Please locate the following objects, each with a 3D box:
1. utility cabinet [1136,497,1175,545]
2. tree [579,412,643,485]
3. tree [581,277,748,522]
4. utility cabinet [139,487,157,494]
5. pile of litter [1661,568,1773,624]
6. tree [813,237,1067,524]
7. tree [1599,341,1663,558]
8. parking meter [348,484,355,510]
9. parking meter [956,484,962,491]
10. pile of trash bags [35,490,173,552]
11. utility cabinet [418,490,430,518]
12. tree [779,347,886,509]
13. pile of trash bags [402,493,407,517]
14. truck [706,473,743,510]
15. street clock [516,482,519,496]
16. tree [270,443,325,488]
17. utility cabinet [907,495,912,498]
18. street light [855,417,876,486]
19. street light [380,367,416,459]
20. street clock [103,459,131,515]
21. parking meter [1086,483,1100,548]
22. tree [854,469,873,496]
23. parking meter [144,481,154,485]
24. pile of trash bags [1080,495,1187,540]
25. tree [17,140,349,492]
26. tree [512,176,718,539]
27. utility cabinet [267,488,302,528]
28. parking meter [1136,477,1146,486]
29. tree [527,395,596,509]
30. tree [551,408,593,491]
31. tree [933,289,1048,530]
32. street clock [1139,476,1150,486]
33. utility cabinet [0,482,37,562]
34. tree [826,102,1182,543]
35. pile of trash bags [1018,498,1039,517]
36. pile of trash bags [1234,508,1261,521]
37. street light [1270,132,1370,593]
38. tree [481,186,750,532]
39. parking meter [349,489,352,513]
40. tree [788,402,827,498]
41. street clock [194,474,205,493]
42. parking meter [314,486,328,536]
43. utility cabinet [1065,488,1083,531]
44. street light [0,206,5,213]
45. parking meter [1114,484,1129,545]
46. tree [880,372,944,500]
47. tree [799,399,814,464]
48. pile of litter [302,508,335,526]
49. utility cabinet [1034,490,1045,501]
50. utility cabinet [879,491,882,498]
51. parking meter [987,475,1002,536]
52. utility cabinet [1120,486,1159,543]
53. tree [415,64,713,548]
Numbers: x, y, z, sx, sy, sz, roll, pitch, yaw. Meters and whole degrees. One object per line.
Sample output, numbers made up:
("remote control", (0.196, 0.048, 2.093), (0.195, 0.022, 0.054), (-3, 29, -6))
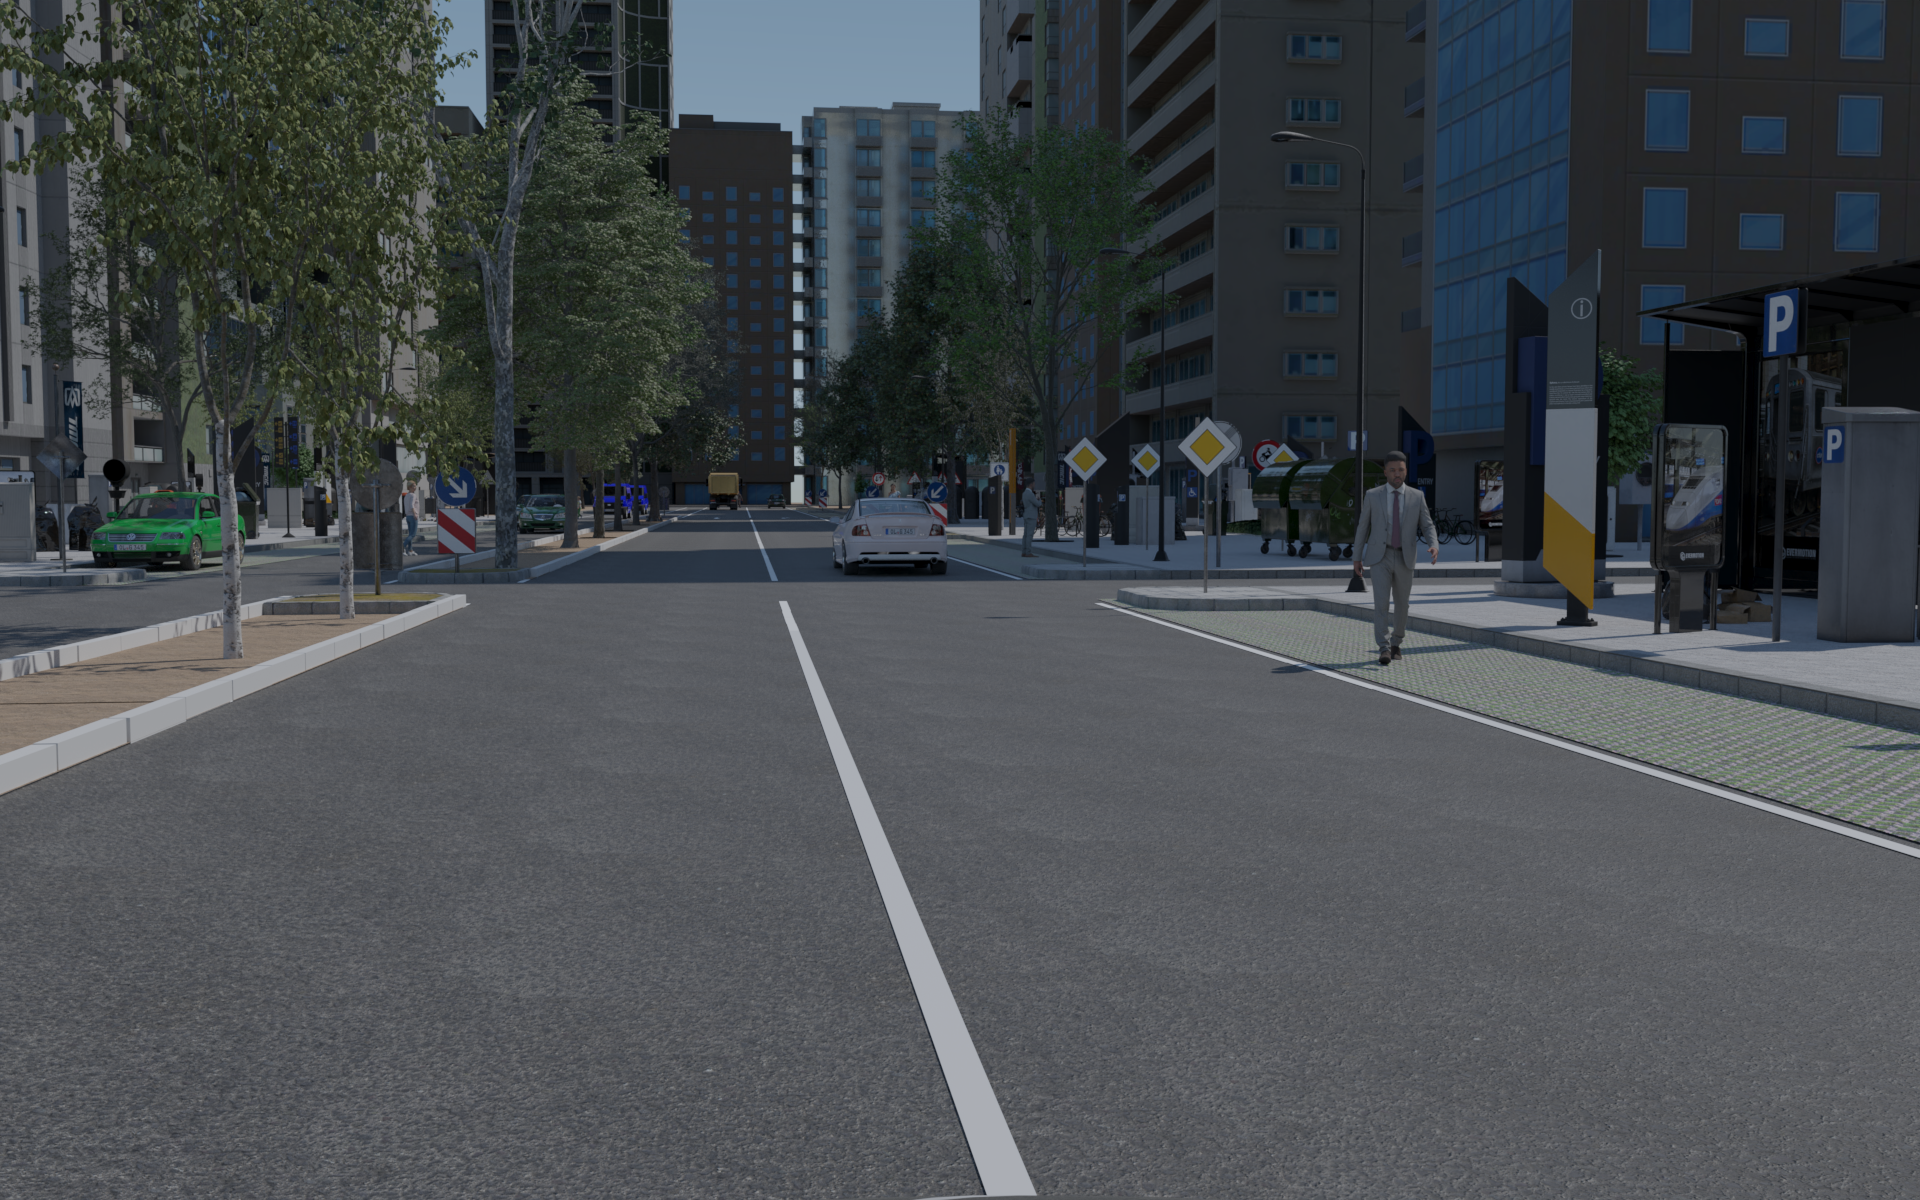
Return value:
("utility cabinet", (4.946, -2.000, 43.862), (1.020, 1.237, 0.306), (-2, 4, -28))
("tree", (-35.957, -16.674, 179.268), (9.857, 13.997, 8.962), (0, 3, 0))
("tree", (-15.761, -10.372, 89.053), (9.611, 12.733, 9.660), (0, 3, 0))
("utility cabinet", (-24.127, -2.619, 51.500), (0.318, 1.500, 1.173), (-1, 4, -15))
("pile of litter", (7.852, -0.235, 17.804), (1.719, 0.858, 1.176), (-3, 4, -39))
("tree", (-0.373, -9.649, 74.775), (9.611, 12.733, 9.660), (0, 3, 0))
("tree", (12.939, -3.162, 35.406), (4.285, 4.588, 4.351), (0, 3, 0))
("parking meter", (-35.182, -5.777, 100.168), (0.255, 1.863, 0.399), (1, 4, 10))
("parking meter", (-0.135, -5.523, 96.018), (0.399, 1.863, 0.255), (-2, 4, -31))
("pile of trash bags", (-19.639, -1.814, 39.409), (3.447, 1.369, 1.912), (-1, 4, -22))
("utility cabinet", (-28.029, -5.009, 90.576), (0.318, 1.500, 1.173), (0, 4, -4))
("tree", (-10.198, -14.366, 145.248), (12.009, 13.543, 11.850), (0, 3, 0))
("pile of trash bags", (-31.519, -5.361, 97.404), (1.912, 1.369, 3.447), (0, 4, -7))
("truck", (-21.601, -9.941, 158.454), (3.469, 3.379, 9.791), (0, 4, -7))
("street clock", (-24.849, -5.631, 96.642), (0.471, 2.002, 0.358), (-1, 4, -13))
("tree", (-38.230, -7.072, 99.348), (4.285, 4.588, 4.351), (0, 3, 0))
("utility cabinet", (-2.459, -5.259, 97.140), (1.020, 1.237, 0.306), (0, 4, -7))
("street light", (-5.621, -8.034, 103.890), (1.470, 5.913, 1.316), (0, 4, -7))
("street light", (-20.582, -5.554, 63.355), (1.470, 5.913, 1.316), (0, 4, -7))
("street clock", (-17.371, -1.905, 35.720), (0.471, 2.002, 0.358), (0, 4, -2))
("parking meter", (3.130, -2.004, 41.179), (0.372, 1.533, 0.369), (0, 3, 0))
("tree", (-7.566, -8.310, 130.463), (1.663, 3.219, 1.824), (0, 3, 0))
("parking meter", (-37.474, -4.550, 80.096), (0.399, 1.863, 0.255), (1, 4, 19))
("pile of trash bags", (4.716, -2.365, 48.428), (1.912, 1.369, 3.447), (-3, 5, -45))
("tree", (-19.880, -6.723, 44.332), (8.767, 10.594, 7.601), (-1, 4, -13))
("tree", (-11.500, -7.775, 55.328), (9.928, 11.665, 9.643), (0, 3, 0))
("utility cabinet", (-25.107, -3.407, 64.385), (1.173, 1.500, 0.318), (-1, 4, -16))
("parking meter", (6.171, -3.239, 58.676), (0.399, 1.863, 0.255), (0, 4, 6))
("tree", (-32.613, -13.135, 149.166), (8.767, 10.594, 7.601), (-2, 4, -31))
("tree", (-30.673, -11.510, 138.544), (4.360, 8.622, 3.978), (0, 3, 0))
("tree", (1.263, -6.790, 61.373), (4.360, 8.622, 3.978), (0, 3, 0))
("street clock", (7.328, -3.952, 69.189), (0.358, 2.002, 0.471), (-3, 4, -37))
("utility cabinet", (-18.033, -1.456, 32.490), (1.173, 1.500, 0.318), (-1, 4, -12))
("tree", (2.365, -7.366, 46.188), (9.928, 11.665, 9.643), (0, 3, 0))
("pile of trash bags", (4.854, -5.327, 96.841), (3.447, 1.369, 1.912), (1, 4, 14))
("pile of trash bags", (10.891, -3.415, 65.583), (3.447, 1.369, 1.912), (-1, 4, -19))
("street light", (4.669, -3.053, 22.453), (1.470, 5.913, 1.316), (0, 4, -7))
("tree", (-13.128, -9.381, 66.201), (12.009, 13.543, 11.850), (0, 3, 0))
("parking meter", (-28.373, -4.392, 80.220), (0.372, 1.533, 0.369), (0, 3, 0))
("tree", (-14.360, -15.594, 180.713), (9.928, 11.665, 9.643), (0, 3, 0))
("street clock", (-27.024, -3.486, 61.569), (0.358, 2.002, 0.471), (-2, 4, -29))
("parking meter", (-19.414, -2.703, 52.609), (0.372, 1.533, 0.369), (0, 3, 0))
("utility cabinet", (4.095, -3.091, 59.221), (0.318, 1.500, 1.173), (-3, 4, -36))
("street light", (-16.037, -3.385, 27.886), (1.470, 5.913, 1.316), (0, 4, -7))
("parking meter", (4.069, -2.150, 43.559), (0.372, 1.533, 0.369), (0, 3, 0))
("tree", (-2.055, -8.402, 87.738), (4.737, 8.622, 4.395), (0, 3, 0))
("tree", (-5.361, -12.061, 114.208), (9.611, 12.733, 9.660), (0, 3, 0))
("pile of litter", (-26.006, -3.424, 69.947), (1.176, 0.858, 1.719), (3, 5, 41))
("utility cabinet", (4.864, -5.751, 102.702), (1.173, 1.500, 0.318), (0, 4, 6))
("utility cabinet", (-5.005, -5.752, 102.728), (0.318, 1.500, 1.173), (2, 4, 24))
("parking meter", (1.065, -2.902, 53.161), (0.399, 1.863, 0.255), (3, 5, 41))
("utility cabinet", (4.680, -2.215, 44.896), (1.173, 1.500, 0.318), (3, 4, 39))
("tree", (-10.489, -7.671, 46.011), (7.486, 12.596, 7.792), (0, 3, 0))
